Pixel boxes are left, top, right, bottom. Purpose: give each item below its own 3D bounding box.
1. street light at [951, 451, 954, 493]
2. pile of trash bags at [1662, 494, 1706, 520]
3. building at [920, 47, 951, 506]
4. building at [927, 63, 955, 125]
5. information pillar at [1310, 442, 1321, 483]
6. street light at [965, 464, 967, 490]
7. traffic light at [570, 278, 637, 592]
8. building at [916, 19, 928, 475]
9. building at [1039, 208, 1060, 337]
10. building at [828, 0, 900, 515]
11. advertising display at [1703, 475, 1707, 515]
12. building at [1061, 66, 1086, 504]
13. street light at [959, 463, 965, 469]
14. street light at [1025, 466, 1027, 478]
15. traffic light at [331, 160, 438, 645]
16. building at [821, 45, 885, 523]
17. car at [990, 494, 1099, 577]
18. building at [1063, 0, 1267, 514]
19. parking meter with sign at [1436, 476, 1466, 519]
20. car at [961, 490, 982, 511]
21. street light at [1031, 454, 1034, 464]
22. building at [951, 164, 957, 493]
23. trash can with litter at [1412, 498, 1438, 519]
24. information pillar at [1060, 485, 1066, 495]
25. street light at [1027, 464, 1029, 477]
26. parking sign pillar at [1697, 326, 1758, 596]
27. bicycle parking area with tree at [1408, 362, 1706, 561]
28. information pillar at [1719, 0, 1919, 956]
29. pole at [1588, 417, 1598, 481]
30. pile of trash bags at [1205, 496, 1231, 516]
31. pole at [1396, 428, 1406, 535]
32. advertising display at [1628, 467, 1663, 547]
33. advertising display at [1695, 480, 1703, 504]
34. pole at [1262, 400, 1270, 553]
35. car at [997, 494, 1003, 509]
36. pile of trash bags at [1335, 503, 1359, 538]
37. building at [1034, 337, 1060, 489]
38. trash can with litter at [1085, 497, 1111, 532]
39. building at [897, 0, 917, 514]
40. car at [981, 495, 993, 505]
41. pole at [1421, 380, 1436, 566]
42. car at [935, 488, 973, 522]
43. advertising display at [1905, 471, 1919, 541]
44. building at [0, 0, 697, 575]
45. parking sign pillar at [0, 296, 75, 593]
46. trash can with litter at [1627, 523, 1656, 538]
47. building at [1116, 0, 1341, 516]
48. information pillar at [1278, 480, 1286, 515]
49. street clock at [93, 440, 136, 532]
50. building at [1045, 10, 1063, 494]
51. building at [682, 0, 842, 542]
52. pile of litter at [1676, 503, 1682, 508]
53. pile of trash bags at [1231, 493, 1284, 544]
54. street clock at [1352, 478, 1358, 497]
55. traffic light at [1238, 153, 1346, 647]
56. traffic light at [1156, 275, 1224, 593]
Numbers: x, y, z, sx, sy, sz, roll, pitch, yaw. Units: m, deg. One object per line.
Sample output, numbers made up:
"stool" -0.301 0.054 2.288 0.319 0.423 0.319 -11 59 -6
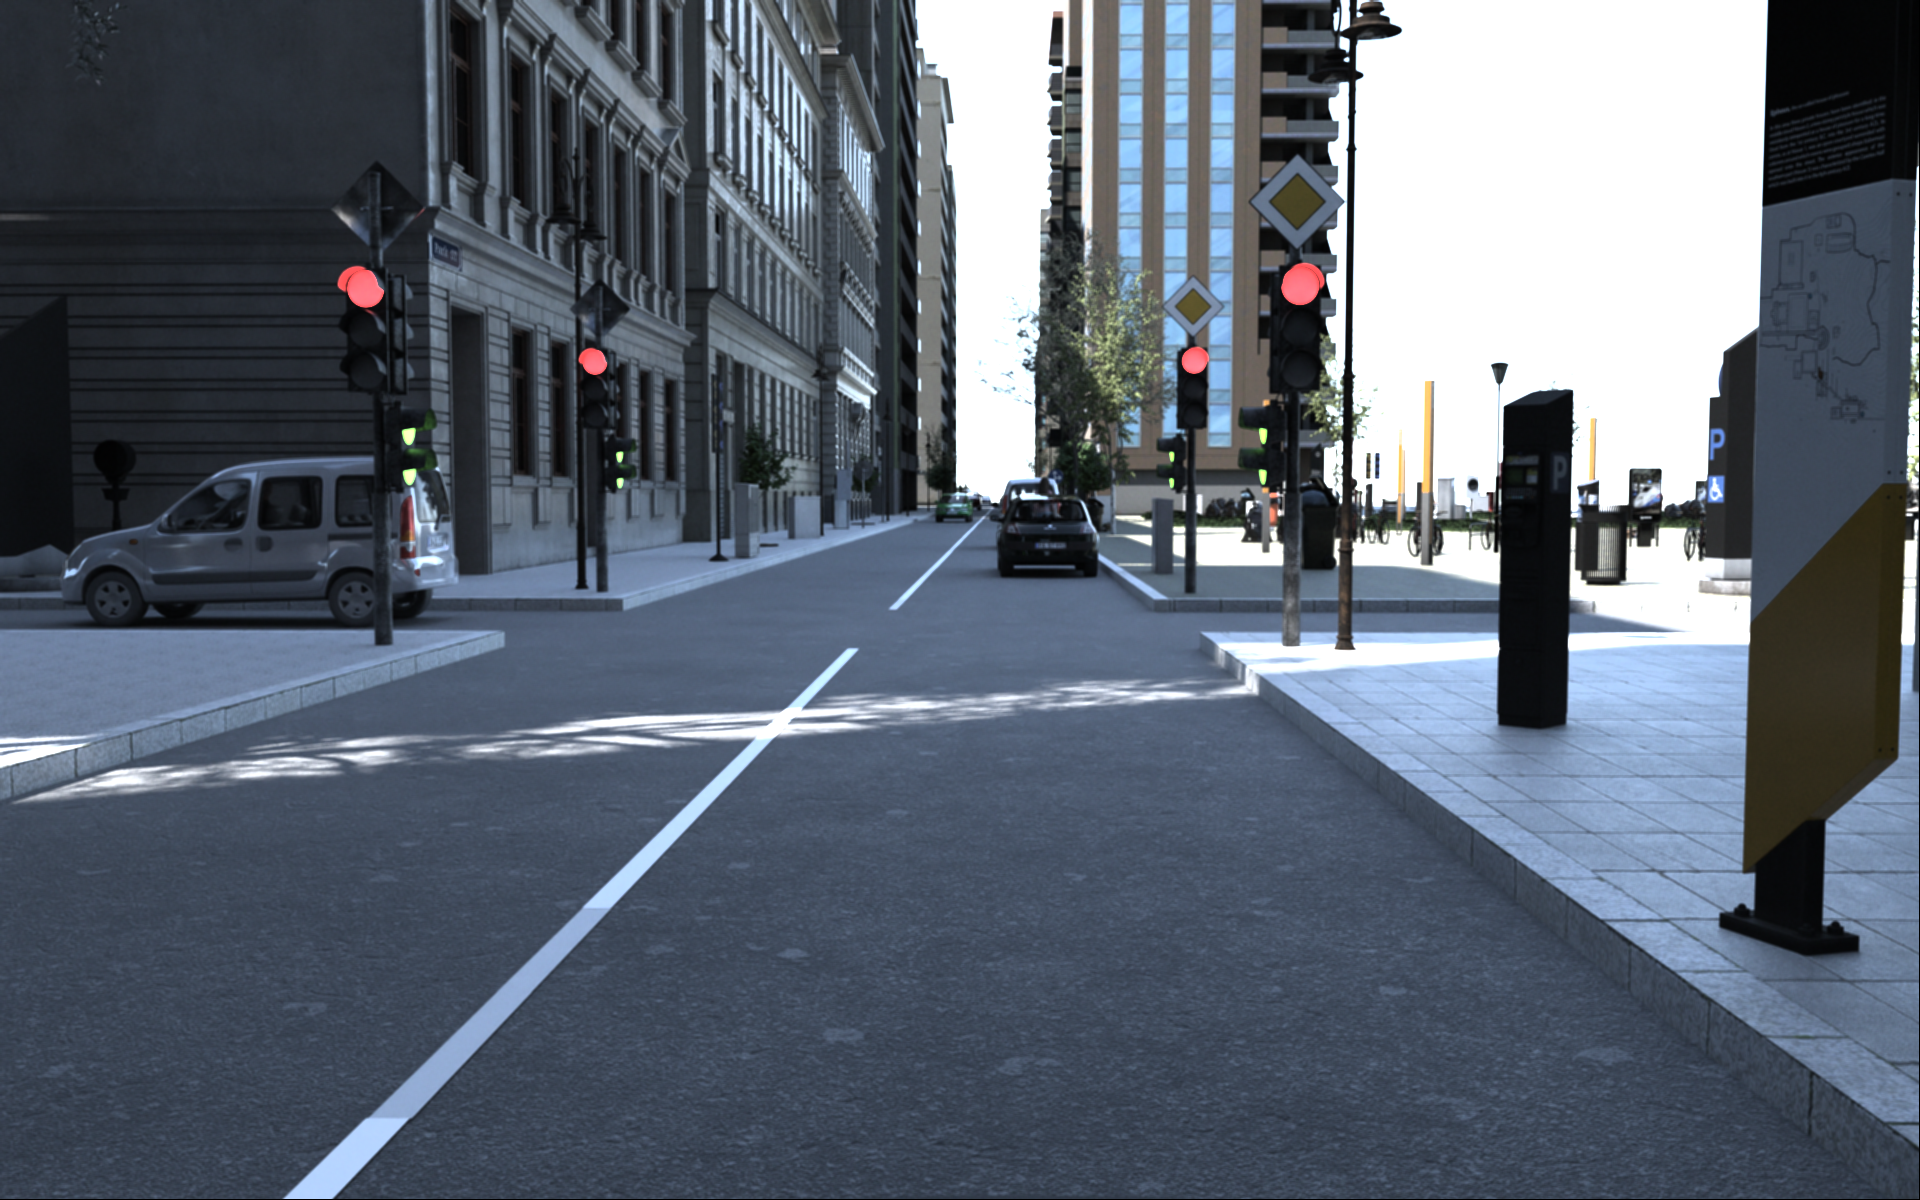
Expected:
"street light" -0.823 -12.840 182.716 0.468 5.910 1.993 0 4 2
"pile of trash bags" 31.698 -4.066 76.227 3.447 1.369 1.912 -2 4 -26
"building" -12.348 -34.811 192.855 21.300 48.544 21.600 0 4 2
"building" -15.325 -38.415 217.317 28.713 52.752 27.495 0 4 2
"information pillar" 16.054 -5.309 78.159 0.504 3.616 0.183 0 4 -8
"street light" 0.802 -16.438 241.544 0.468 5.910 1.993 0 4 2
"traffic light" -4.678 -2.061 22.623 0.839 4.253 0.868 0 4 2
"building" -14.908 -32.349 148.509 23.786 49.044 30.456 0 4 2
"building" 18.311 -34.586 249.077 14.154 41.232 14.086 0 4 2
"building" -11.138 -25.749 104.585 14.154 41.232 14.086 0 4 2
"advertising display" 23.651 -2.990 54.105 0.123 1.923 0.974 -1 4 -13
"building" 14.053 -21.333 120.502 14.160 30.474 14.107 0 4 2
"street light" 0.017 -14.639 212.129 0.468 5.910 1.993 0 4 2
"street light" 8.910 -15.495 226.131 0.468 5.910 1.993 0 4 2
"traffic light" -4.893 -1.573 14.641 0.839 4.253 0.868 0 4 2
"building" -9.885 -15.645 84.681 11.050 23.489 19.941 0 4 2
"car" 1.549 -1.323 31.416 2.009 1.686 4.222 0 4 0
"building" 15.090 -29.632 134.602 14.600 45.320 14.200 0 4 2
"parking meter with sign" 20.444 -4.684 72.852 1.738 3.016 0.543 3 5 42
"car" 0.847 -8.801 152.563 2.281 1.827 5.304 0 4 2
"street light" 7.564 -12.264 173.303 0.468 5.910 1.993 0 4 2
"building" -11.357 -37.807 241.850 21.300 48.544 21.600 0 4 2
"trash can with litter" 18.967 -3.638 70.872 1.055 1.170 0.624 -1 4 -17
"information pillar" 5.702 -5.602 96.081 0.304 2.012 0.304 -1 4 -9
"street light" 8.161 -13.696 196.715 0.468 5.910 1.993 0 4 2
"parking sign pillar" 10.321 -2.067 22.271 1.447 3.967 1.447 -1 4 -10
"bicycle parking area with tree" 14.068 -3.030 36.539 8.231 4.147 9.016 3 5 44
"information pillar" 2.410 -0.823 4.806 0.183 3.616 0.504 -1 4 -17
"pole" 16.790 -3.190 46.001 0.158 3.312 0.155 0 3 0
"pile of trash bags" 14.367 -4.973 91.065 1.912 1.369 3.447 3 5 39
"pole" 13.644 -3.661 53.704 0.158 3.312 0.155 0 3 0
"advertising display" 16.606 -2.250 41.996 0.974 1.923 0.123 -1 4 -23
"advertising display" 34.163 -4.566 79.869 0.974 1.923 0.123 -3 5 -41
"pole" 6.675 -2.684 37.718 0.158 3.312 0.155 0 3 0
"car" 4.637 -9.693 168.267 2.009 1.686 4.222 0 4 1
"pile of trash bags" 10.620 -2.486 50.398 1.912 1.369 3.447 1 4 12
"building" 22.787 -21.963 204.142 27.650 21.520 28.899 0 4 2
"trash can with litter" 4.715 -2.894 58.699 1.055 1.170 0.624 -3 4 -39
"building" -14.246 -30.509 122.518 21.300 48.544 21.600 0 4 2
"car" 3.355 -13.484 232.818 2.083 1.381 4.827 0 4 2
"pole" 8.381 -2.272 30.998 0.158 3.312 0.155 0 3 0
"car" -0.292 -4.895 88.832 1.959 1.807 4.718 0 4 3
"advertising display" 26.224 -2.608 47.858 0.123 1.923 0.974 -1 4 -13
"building" -12.343 -12.115 34.245 11.583 22.565 21.152 0 4 2
"parking sign pillar" -12.593 -2.121 23.147 1.447 3.967 1.447 2 4 27
"trash can with litter" 19.541 -2.353 49.865 0.624 1.170 1.055 -3 4 -39
"building" 14.620 -27.843 105.352 14.600 45.320 14.200 0 4 2
"information pillar" 16.608 -5.192 89.374 0.304 2.012 0.304 2 4 26
"street clock" -11.347 -1.145 23.299 0.471 2.002 0.358 0 4 5
"building" 18.948 -30.736 157.163 22.147 44.769 28.867 0 4 2
"building" -13.509 -13.856 59.832 16.112 22.955 30.059 0 4 2
"pile of litter" 36.949 -4.582 88.881 1.719 0.858 1.176 3 5 42
"pile of trash bags" 8.336 -2.205 45.812 1.912 1.369 3.447 1 4 13
"street clock" 17.612 -4.477 77.774 0.358 2.002 0.471 -3 5 -41
"traffic light" 2.766 -1.561 14.451 0.839 4.253 0.868 0 4 2
"traffic light" 2.981 -2.050 22.433 0.839 4.253 0.868 0 4 2
